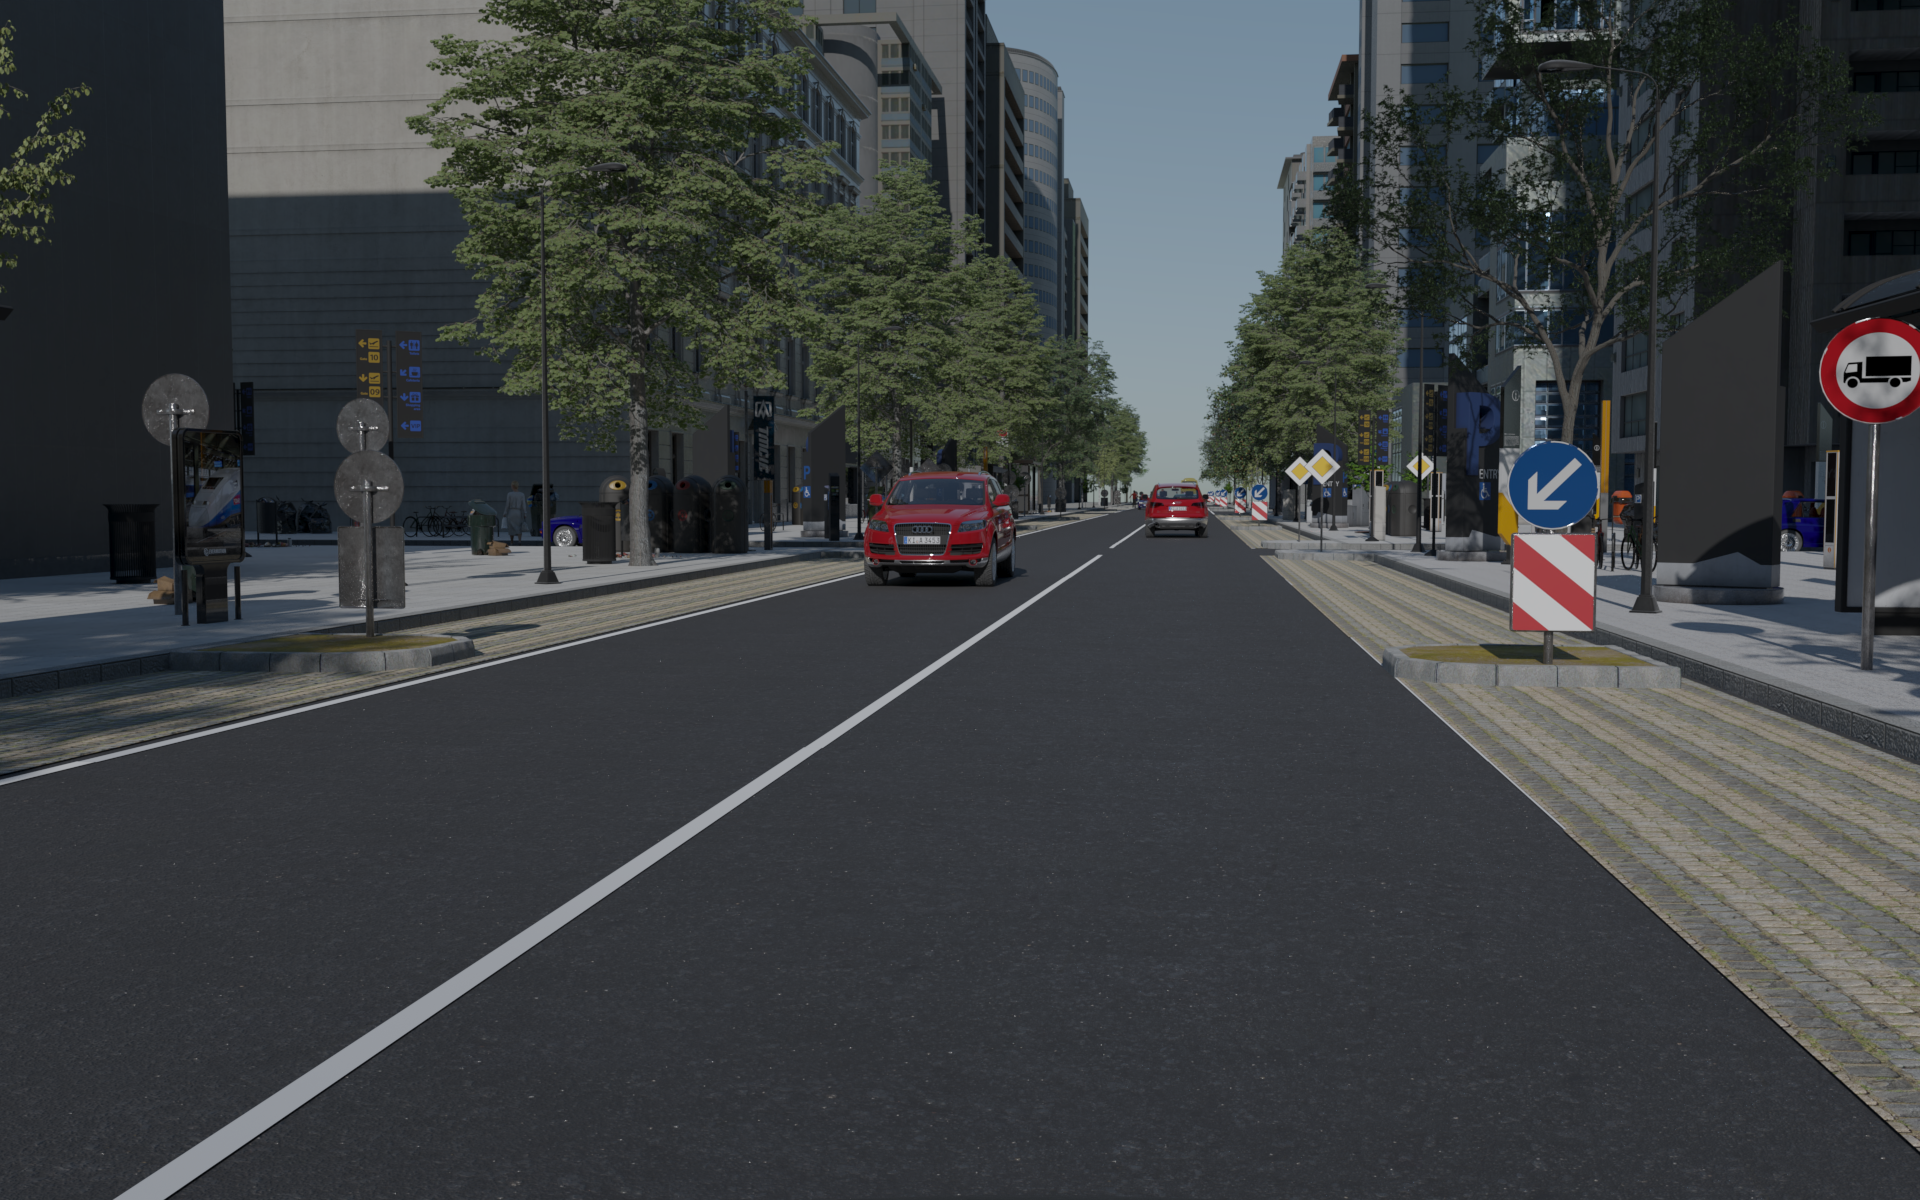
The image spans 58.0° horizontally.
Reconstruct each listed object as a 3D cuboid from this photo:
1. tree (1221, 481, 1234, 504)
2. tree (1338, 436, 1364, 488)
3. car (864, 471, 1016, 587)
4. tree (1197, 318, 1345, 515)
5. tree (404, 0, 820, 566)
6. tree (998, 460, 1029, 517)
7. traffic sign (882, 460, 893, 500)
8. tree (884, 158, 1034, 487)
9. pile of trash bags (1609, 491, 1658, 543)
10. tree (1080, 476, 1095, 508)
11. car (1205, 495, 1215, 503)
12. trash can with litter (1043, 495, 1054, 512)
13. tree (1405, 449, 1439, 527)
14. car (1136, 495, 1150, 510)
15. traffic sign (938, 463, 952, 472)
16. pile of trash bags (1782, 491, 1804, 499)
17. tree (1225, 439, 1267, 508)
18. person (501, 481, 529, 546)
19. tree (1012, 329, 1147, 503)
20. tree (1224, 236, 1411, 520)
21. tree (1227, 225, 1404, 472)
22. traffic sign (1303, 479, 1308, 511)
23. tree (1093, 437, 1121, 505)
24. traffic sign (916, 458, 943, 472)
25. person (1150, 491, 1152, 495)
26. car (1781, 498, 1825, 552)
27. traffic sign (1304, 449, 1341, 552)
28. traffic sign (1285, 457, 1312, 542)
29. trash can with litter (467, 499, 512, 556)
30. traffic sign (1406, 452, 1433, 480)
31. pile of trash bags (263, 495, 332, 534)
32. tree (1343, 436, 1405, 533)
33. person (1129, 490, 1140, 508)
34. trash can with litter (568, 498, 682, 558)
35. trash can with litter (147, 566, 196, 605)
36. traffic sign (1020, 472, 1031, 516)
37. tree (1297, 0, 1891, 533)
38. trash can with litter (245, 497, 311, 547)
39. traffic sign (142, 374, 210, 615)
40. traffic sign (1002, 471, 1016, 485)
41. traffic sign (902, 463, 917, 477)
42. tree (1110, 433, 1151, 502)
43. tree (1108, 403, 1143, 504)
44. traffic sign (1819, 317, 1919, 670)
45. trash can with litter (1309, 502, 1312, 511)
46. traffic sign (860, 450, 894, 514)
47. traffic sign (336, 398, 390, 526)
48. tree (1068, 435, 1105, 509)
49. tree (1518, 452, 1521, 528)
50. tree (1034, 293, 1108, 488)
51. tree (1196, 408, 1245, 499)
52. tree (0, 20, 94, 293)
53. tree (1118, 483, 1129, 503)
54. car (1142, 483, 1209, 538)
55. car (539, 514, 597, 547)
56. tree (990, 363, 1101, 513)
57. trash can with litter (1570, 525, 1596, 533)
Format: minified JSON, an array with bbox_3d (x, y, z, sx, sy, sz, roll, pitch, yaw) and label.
[{"bbox_3d":[38.976,-15.801,252.942,1.663,3.219,1.824,0,3,0],"label":"tree"},{"bbox_3d":[20.803,-6.820,95.217,4.285,4.588,4.351,0,3,0],"label":"tree"},{"bbox_3d":[-0.249,-1.216,28.553,2.281,1.827,5.304,0,4,7],"label":"car"},{"bbox_3d":[19.821,-11.663,107.693,9.611,12.733,9.660,0,3,0],"label":"tree"},{"bbox_3d":[-5.620,-6.853,30.167,7.486,12.596,7.792,0,3,0],"label":"tree"},{"bbox_3d":[3.029,-6.293,97.488,1.663,3.219,1.824,0,3,0],"label":"tree"},{"bbox_3d":[-2.722,-3.885,63.633,0.768,2.556,0.104,1,4,10],"label":"traffic sign"},{"bbox_3d":[-2.135,-8.591,58.586,7.486,12.596,7.792,0,3,0],"label":"tree"},{"bbox_3d":[18.456,-2.231,46.226,1.912,1.369,3.447,-1,4,-13],"label":"pile of trash bags"},{"bbox_3d":[11.379,-9.971,157.627,1.663,3.219,1.824,0,3,0],"label":"tree"},{"bbox_3d":[38.875,-15.922,270.110,2.009,1.686,4.222,0,4,7],"label":"car"},{"bbox_3d":[6.387,-6.751,121.430,1.678,1.210,2.233,1,4,8],"label":"trash can with litter"},{"bbox_3d":[17.836,-4.446,67.294,1.663,3.219,1.824,0,3,0],"label":"tree"},{"bbox_3d":[17.195,-8.957,159.025,1.945,1.354,3.894,0,4,7],"label":"car"},{"bbox_3d":[-0.711,-4.402,72.077,0.768,2.556,0.104,1,4,13],"label":"traffic sign"},{"bbox_3d":[23.204,-2.252,46.566,3.447,1.369,1.912,-2,4,-34],"label":"pile of trash bags"},{"bbox_3d":[26.879,-12.931,161.777,4.737,8.622,4.395,0,3,0],"label":"tree"},{"bbox_3d":[-11.600,-2.215,45.076,0.694,1.780,0.624,-1,4,-10],"label":"person"},{"bbox_3d":[7.824,-13.955,134.813,9.857,13.997,8.962,0,3,0],"label":"tree"},{"bbox_3d":[17.537,-10.983,86.234,9.857,13.997,8.962,0,3,0],"label":"tree"},{"bbox_3d":[15.136,-9.533,73.985,7.486,12.596,7.792,0,3,0],"label":"tree"},{"bbox_3d":[18.432,-5.642,92.349,0.768,2.556,0.104,1,4,13],"label":"traffic sign"},{"bbox_3d":[16.111,-15.097,197.193,4.737,8.622,4.395,0,3,0],"label":"tree"},{"bbox_3d":[-0.861,-2.697,47.736,0.795,2.450,0.064,0,4,8],"label":"traffic sign"},{"bbox_3d":[29.873,-16.041,270.398,0.705,1.869,1.348,2,4,24],"label":"person"},{"bbox_3d":[20.731,-1.738,41.003,3.894,1.354,1.945,1,4,8],"label":"car"},{"bbox_3d":[8.036,-2.131,38.477,0.795,2.450,0.064,0,4,8],"label":"traffic sign"},{"bbox_3d":[9.093,-2.615,46.392,0.795,2.450,0.064,0,4,8],"label":"traffic sign"},{"bbox_3d":[-9.801,-1.519,36.222,1.055,1.170,0.624,2,4,35],"label":"trash can with litter"},{"bbox_3d":[12.561,-2.815,47.216,0.795,2.450,0.064,1,4,12],"label":"traffic sign"},{"bbox_3d":[-22.179,-2.830,56.028,3.447,1.369,1.912,-2,4,-26],"label":"pile of trash bags"},{"bbox_3d":[13.353,-3.807,56.846,1.663,3.219,1.824,0,3,0],"label":"tree"},{"bbox_3d":[18.062,-10.456,179.425,1.348,1.831,0.705,2,4,32],"label":"person"},{"bbox_3d":[-6.902,-1.471,35.109,2.233,1.210,1.678,2,4,27],"label":"trash can with litter"},{"bbox_3d":[-9.057,-0.556,20.473,0.624,1.170,1.055,1,4,14],"label":"trash can with litter"},{"bbox_3d":[3.713,-6.078,99.483,0.768,2.556,0.104,1,4,12],"label":"traffic sign"},{"bbox_3d":[9.442,-5.669,27.097,8.767,10.594,7.601,1,4,16],"label":"tree"},{"bbox_3d":[-17.143,-1.901,42.133,2.233,1.210,1.678,1,4,12],"label":"trash can with litter"},{"bbox_3d":[-8.307,-1.115,18.338,0.768,2.556,0.104,0,4,8],"label":"traffic sign"},{"bbox_3d":[2.651,-5.740,93.959,0.768,2.556,0.104,1,4,16],"label":"traffic sign"},{"bbox_3d":[-2.107,-4.369,71.547,0.768,2.556,0.104,1,4,13],"label":"traffic sign"},{"bbox_3d":[26.502,-21.354,274.899,9.928,11.665,9.643,0,3,0],"label":"tree"},{"bbox_3d":[19.102,-18.024,212.823,7.486,12.596,7.792,0,3,0],"label":"tree"},{"bbox_3d":[6.617,-0.762,12.562,0.768,2.556,0.104,1,4,16],"label":"traffic sign"},{"bbox_3d":[14.637,-3.566,69.688,1.055,1.170,0.624,0,4,-5],"label":"trash can with litter"},{"bbox_3d":[-1.917,-2.213,39.821,0.795,2.450,0.064,0,4,8],"label":"traffic sign"},{"bbox_3d":[-7.937,-1.401,23.015,0.768,2.556,0.104,1,4,11],"label":"traffic sign"},{"bbox_3d":[10.870,-12.406,153.194,4.360,8.622,3.978,0,3,0],"label":"tree"},{"bbox_3d":[20.948,-4.367,66.000,1.663,3.219,1.824,0,3,0],"label":"tree"},{"bbox_3d":[1.454,-10.017,81.912,7.486,12.596,7.792,0,3,0],"label":"tree"},{"bbox_3d":[30.393,-16.799,185.027,12.009,13.543,11.850,0,3,0],"label":"tree"},{"bbox_3d":[-12.470,-4.232,19.558,4.737,8.622,4.395,0,3,0],"label":"tree"},{"bbox_3d":[24.560,-16.090,257.675,1.663,3.219,1.824,0,3,0],"label":"tree"},{"bbox_3d":[7.262,-3.038,58.339,2.281,1.827,5.304,0,4,6],"label":"car"},{"bbox_3d":[-8.893,-1.996,45.212,3.894,1.354,1.945,0,4,7],"label":"car"},{"bbox_3d":[5.552,-11.231,118.041,8.767,10.594,7.601,1,4,10],"label":"tree"},{"bbox_3d":[18.118,-2.394,50.537,1.055,1.170,0.624,0,4,2],"label":"trash can with litter"}]
